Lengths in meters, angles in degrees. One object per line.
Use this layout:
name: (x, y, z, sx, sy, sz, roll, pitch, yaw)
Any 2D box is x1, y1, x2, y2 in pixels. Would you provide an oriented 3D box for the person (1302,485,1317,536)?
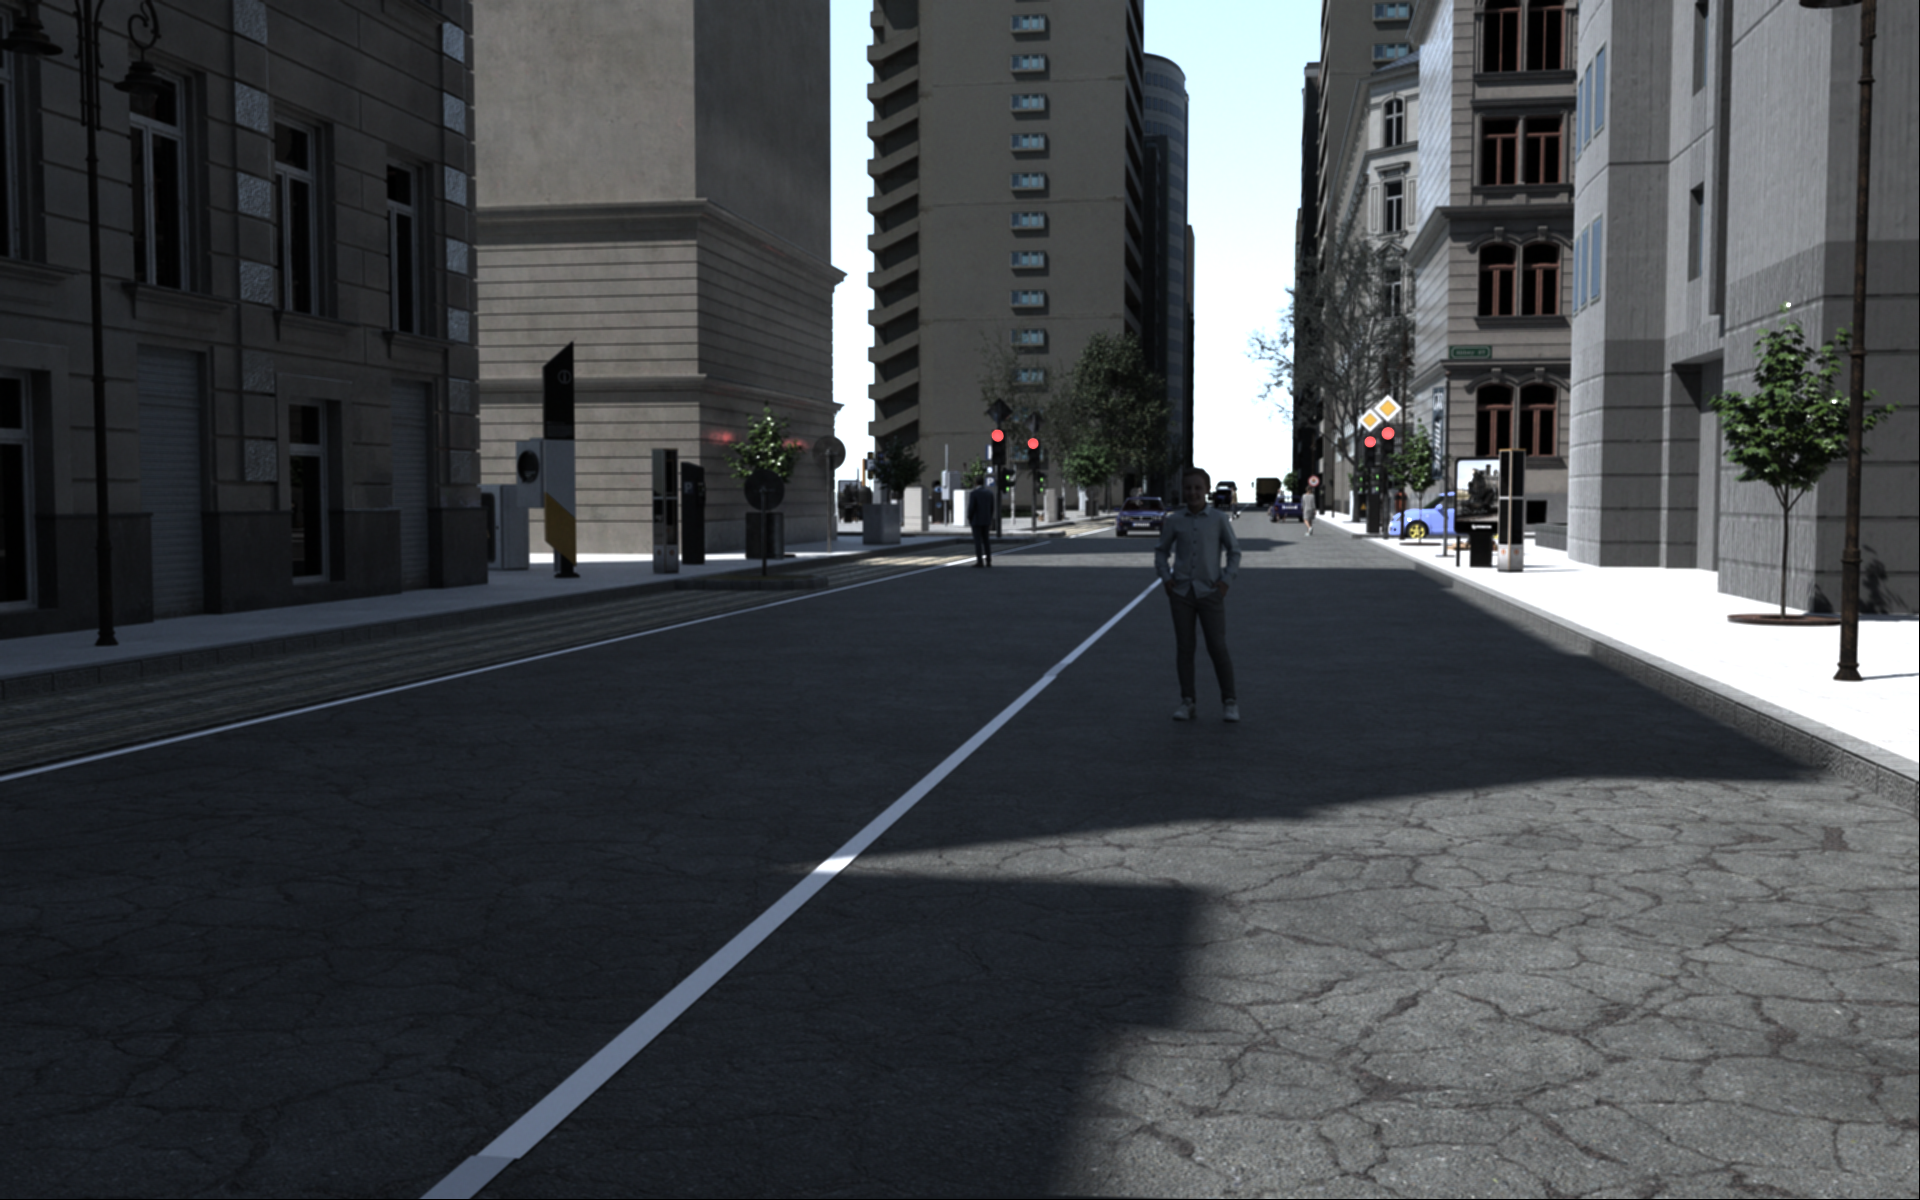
person: (12.032, -3.079, 59.584, 0.466, 1.731, 0.760, -1, 4, -10)

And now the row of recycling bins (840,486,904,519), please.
row of recycling bins: (-4.390, -4.982, 88.572, 3.534, 1.692, 1.069, 0, 4, 1)

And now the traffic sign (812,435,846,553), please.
traffic sign: (-2.848, -2.294, 37.619, 0.768, 2.556, 0.104, 1, 4, 14)

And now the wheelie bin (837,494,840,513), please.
wheelie bin: (-7.283, -6.133, 108.188, 0.693, 1.594, 0.980, 3, 4, 37)

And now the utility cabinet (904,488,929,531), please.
utility cabinet: (-1.492, -3.110, 59.533, 0.318, 1.500, 1.173, -2, 4, -33)

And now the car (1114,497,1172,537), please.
car: (6.241, -2.837, 58.972, 1.945, 1.354, 3.894, 0, 4, 8)

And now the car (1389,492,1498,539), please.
car: (14.967, -2.637, 52.709, 3.694, 1.707, 1.945, 1, 4, 9)

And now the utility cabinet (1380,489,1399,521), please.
utility cabinet: (20.308, -4.509, 82.404, 0.318, 1.500, 1.173, -3, 4, -37)

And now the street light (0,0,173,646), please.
street light: (-7.241, -2.552, 14.519, 0.468, 5.910, 1.993, 1, 4, 10)

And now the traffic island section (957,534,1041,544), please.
traffic island section: (1.124, -1.746, 50.835, 2.009, 0.180, 2.903, 1, 4, 10)

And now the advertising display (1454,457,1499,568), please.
advertising display: (9.106, -1.529, 30.216, 0.974, 1.923, 0.123, 3, 5, 40)

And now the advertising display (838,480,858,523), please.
advertising display: (-5.013, -4.422, 77.507, 0.974, 1.923, 0.123, -2, 4, -30)

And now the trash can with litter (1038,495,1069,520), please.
trash can with litter: (4.632, -4.619, 86.574, 2.233, 1.210, 1.678, -3, 5, -44)

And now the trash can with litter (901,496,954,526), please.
trash can with litter: (-1.140, -3.891, 74.667, 1.678, 1.210, 2.233, -3, 5, -40)

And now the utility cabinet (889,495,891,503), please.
utility cabinet: (-5.187, -6.439, 116.433, 1.020, 1.237, 0.306, -1, 4, -9)

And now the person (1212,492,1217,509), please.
person: (21.232, -8.219, 144.344, 0.415, 1.643, 0.593, -1, 4, -17)

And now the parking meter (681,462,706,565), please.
parking meter: (-4.859, -1.581, 31.563, 0.399, 1.863, 0.255, 2, 4, 28)

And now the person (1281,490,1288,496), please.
person: (29.259, -9.015, 156.431, 0.750, 1.759, 0.617, -1, 4, -12)

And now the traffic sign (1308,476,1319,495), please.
traffic sign: (24.271, -7.262, 118.842, 0.768, 2.556, 0.104, 1, 4, 19)

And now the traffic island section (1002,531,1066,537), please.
traffic island section: (2.488, -2.228, 58.703, 2.009, 0.180, 2.903, 1, 4, 10)

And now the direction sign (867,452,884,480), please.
direction sign: (-4.506, -6.137, 92.339, 0.876, 3.537, 0.379, 0, 4, -8)

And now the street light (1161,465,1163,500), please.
street light: (19.948, -12.121, 170.960, 0.468, 5.910, 1.993, 1, 4, 10)

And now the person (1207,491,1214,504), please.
person: (29.737, -11.926, 203.486, 1.348, 1.824, 0.705, 1, 4, 16)

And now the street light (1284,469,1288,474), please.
street light: (47.513, -16.999, 250.715, 0.468, 5.910, 1.993, 1, 4, 10)

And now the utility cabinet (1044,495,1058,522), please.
utility cabinet: (4.193, -4.198, 79.798, 0.306, 1.237, 1.020, -1, 4, -19)

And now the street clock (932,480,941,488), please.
street clock: (-1.252, -5.348, 92.003, 0.358, 2.002, 0.471, 3, 5, 43)

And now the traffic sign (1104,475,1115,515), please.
traffic sign: (9.223, -6.554, 107.261, 0.768, 2.556, 0.104, 1, 4, 16)

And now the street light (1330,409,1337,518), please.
street light: (20.276, -7.411, 93.956, 0.468, 5.910, 1.993, 1, 4, 10)

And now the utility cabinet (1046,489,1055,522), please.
utility cabinet: (4.055, -4.238, 77.962, 0.318, 1.500, 1.173, 0, 4, -3)

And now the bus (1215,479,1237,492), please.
bus: (36.432, -14.794, 236.739, 2.948, 3.499, 13.247, 1, 4, 9)

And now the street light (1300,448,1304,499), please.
street light: (33.334, -12.007, 169.109, 0.468, 5.910, 1.993, 1, 4, 10)

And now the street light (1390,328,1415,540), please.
street light: (12.368, -4.617, 48.269, 0.468, 5.910, 1.993, 1, 4, 10)

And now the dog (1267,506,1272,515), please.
dog: (20.942, -6.156, 117.491, 0.800, 0.831, 0.513, 0, 4, -8)

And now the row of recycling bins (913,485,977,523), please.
row of recycling bins: (-0.477, -4.275, 77.017, 3.534, 1.692, 1.069, 1, 4, 11)

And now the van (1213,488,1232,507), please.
van: (28.855, -11.293, 189.030, 2.240, 2.365, 5.245, 1, 4, 12)

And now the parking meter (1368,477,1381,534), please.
parking meter: (13.395, -3.077, 56.023, 0.399, 1.863, 0.255, 1, 4, 14)

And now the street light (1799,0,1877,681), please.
street light: (6.127, -2.384, 11.773, 0.468, 5.910, 1.993, 1, 4, 10)

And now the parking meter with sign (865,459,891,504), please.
parking meter with sign: (-3.958, -5.469, 85.685, 0.543, 3.016, 1.738, -3, 4, -38)

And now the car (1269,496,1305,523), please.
car: (16.783, -4.646, 88.544, 1.945, 1.354, 3.894, 1, 4, 8)

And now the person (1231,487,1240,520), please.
person: (15.455, -5.456, 97.618, 0.836, 1.842, 0.656, -3, 5, -42)

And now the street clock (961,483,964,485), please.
street clock: (0.118, -7.452, 126.413, 0.358, 2.002, 0.471, -2, 4, -33)

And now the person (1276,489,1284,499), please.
person: (21.072, -6.445, 114.270, 0.834, 1.777, 0.661, -3, 5, -44)

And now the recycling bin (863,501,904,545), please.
recycling bin: (-2.005, -1.944, 44.346, 0.722, 1.027, 0.722, 3, 5, 40)

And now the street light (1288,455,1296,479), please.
street light: (41.235, -14.774, 214.335, 0.468, 5.910, 1.993, 1, 4, 10)

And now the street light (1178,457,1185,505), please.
street light: (27.890, -14.906, 216.504, 0.468, 5.910, 1.993, 1, 4, 10)

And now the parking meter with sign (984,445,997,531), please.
parking meter with sign: (1.066, -3.916, 60.289, 0.543, 3.016, 1.738, 0, 4, 8)

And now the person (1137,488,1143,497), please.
person: (9.980, -5.287, 95.338, 0.834, 1.777, 0.661, 1, 4, 12)

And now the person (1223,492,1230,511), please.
person: (22.497, -8.329, 146.153, 0.593, 1.643, 0.415, -1, 4, -9)

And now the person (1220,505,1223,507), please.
person: (29.183, -11.278, 193.608, 0.721, 1.735, 1.217, 3, 5, 44)

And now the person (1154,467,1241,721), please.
person: (1.510, -0.045, 11.044, 0.589, 1.601, 0.330, 2, 4, 25)

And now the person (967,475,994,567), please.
person: (0.426, -1.548, 33.991, 0.721, 1.800, 0.419, -3, 5, -41)

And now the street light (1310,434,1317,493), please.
street light: (26.994, -9.783, 132.740, 0.468, 5.910, 1.993, 1, 4, 10)

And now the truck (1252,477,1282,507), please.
truck: (35.446, -12.462, 199.674, 3.469, 3.379, 9.791, 1, 4, 8)

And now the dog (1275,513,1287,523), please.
dog: (15.700, -3.999, 84.679, 0.406, 0.507, 0.540, 2, 4, 31)

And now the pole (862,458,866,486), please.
pole: (-5.457, -6.389, 98.297, 0.158, 3.312, 0.155, 0, 3, 0)

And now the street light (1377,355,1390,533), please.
street light: (14.105, -5.185, 57.557, 0.468, 5.910, 1.993, 1, 4, 10)

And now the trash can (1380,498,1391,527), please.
trash can: (16.665, -3.471, 68.407, 0.748, 1.137, 0.748, 0, 3, 0)

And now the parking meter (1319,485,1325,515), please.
parking meter: (22.295, -6.173, 106.633, 0.255, 1.863, 0.399, 2, 4, 31)

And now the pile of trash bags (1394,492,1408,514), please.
pile of trash bags: (21.027, -4.163, 77.817, 1.912, 1.369, 3.447, -3, 5, -45)
